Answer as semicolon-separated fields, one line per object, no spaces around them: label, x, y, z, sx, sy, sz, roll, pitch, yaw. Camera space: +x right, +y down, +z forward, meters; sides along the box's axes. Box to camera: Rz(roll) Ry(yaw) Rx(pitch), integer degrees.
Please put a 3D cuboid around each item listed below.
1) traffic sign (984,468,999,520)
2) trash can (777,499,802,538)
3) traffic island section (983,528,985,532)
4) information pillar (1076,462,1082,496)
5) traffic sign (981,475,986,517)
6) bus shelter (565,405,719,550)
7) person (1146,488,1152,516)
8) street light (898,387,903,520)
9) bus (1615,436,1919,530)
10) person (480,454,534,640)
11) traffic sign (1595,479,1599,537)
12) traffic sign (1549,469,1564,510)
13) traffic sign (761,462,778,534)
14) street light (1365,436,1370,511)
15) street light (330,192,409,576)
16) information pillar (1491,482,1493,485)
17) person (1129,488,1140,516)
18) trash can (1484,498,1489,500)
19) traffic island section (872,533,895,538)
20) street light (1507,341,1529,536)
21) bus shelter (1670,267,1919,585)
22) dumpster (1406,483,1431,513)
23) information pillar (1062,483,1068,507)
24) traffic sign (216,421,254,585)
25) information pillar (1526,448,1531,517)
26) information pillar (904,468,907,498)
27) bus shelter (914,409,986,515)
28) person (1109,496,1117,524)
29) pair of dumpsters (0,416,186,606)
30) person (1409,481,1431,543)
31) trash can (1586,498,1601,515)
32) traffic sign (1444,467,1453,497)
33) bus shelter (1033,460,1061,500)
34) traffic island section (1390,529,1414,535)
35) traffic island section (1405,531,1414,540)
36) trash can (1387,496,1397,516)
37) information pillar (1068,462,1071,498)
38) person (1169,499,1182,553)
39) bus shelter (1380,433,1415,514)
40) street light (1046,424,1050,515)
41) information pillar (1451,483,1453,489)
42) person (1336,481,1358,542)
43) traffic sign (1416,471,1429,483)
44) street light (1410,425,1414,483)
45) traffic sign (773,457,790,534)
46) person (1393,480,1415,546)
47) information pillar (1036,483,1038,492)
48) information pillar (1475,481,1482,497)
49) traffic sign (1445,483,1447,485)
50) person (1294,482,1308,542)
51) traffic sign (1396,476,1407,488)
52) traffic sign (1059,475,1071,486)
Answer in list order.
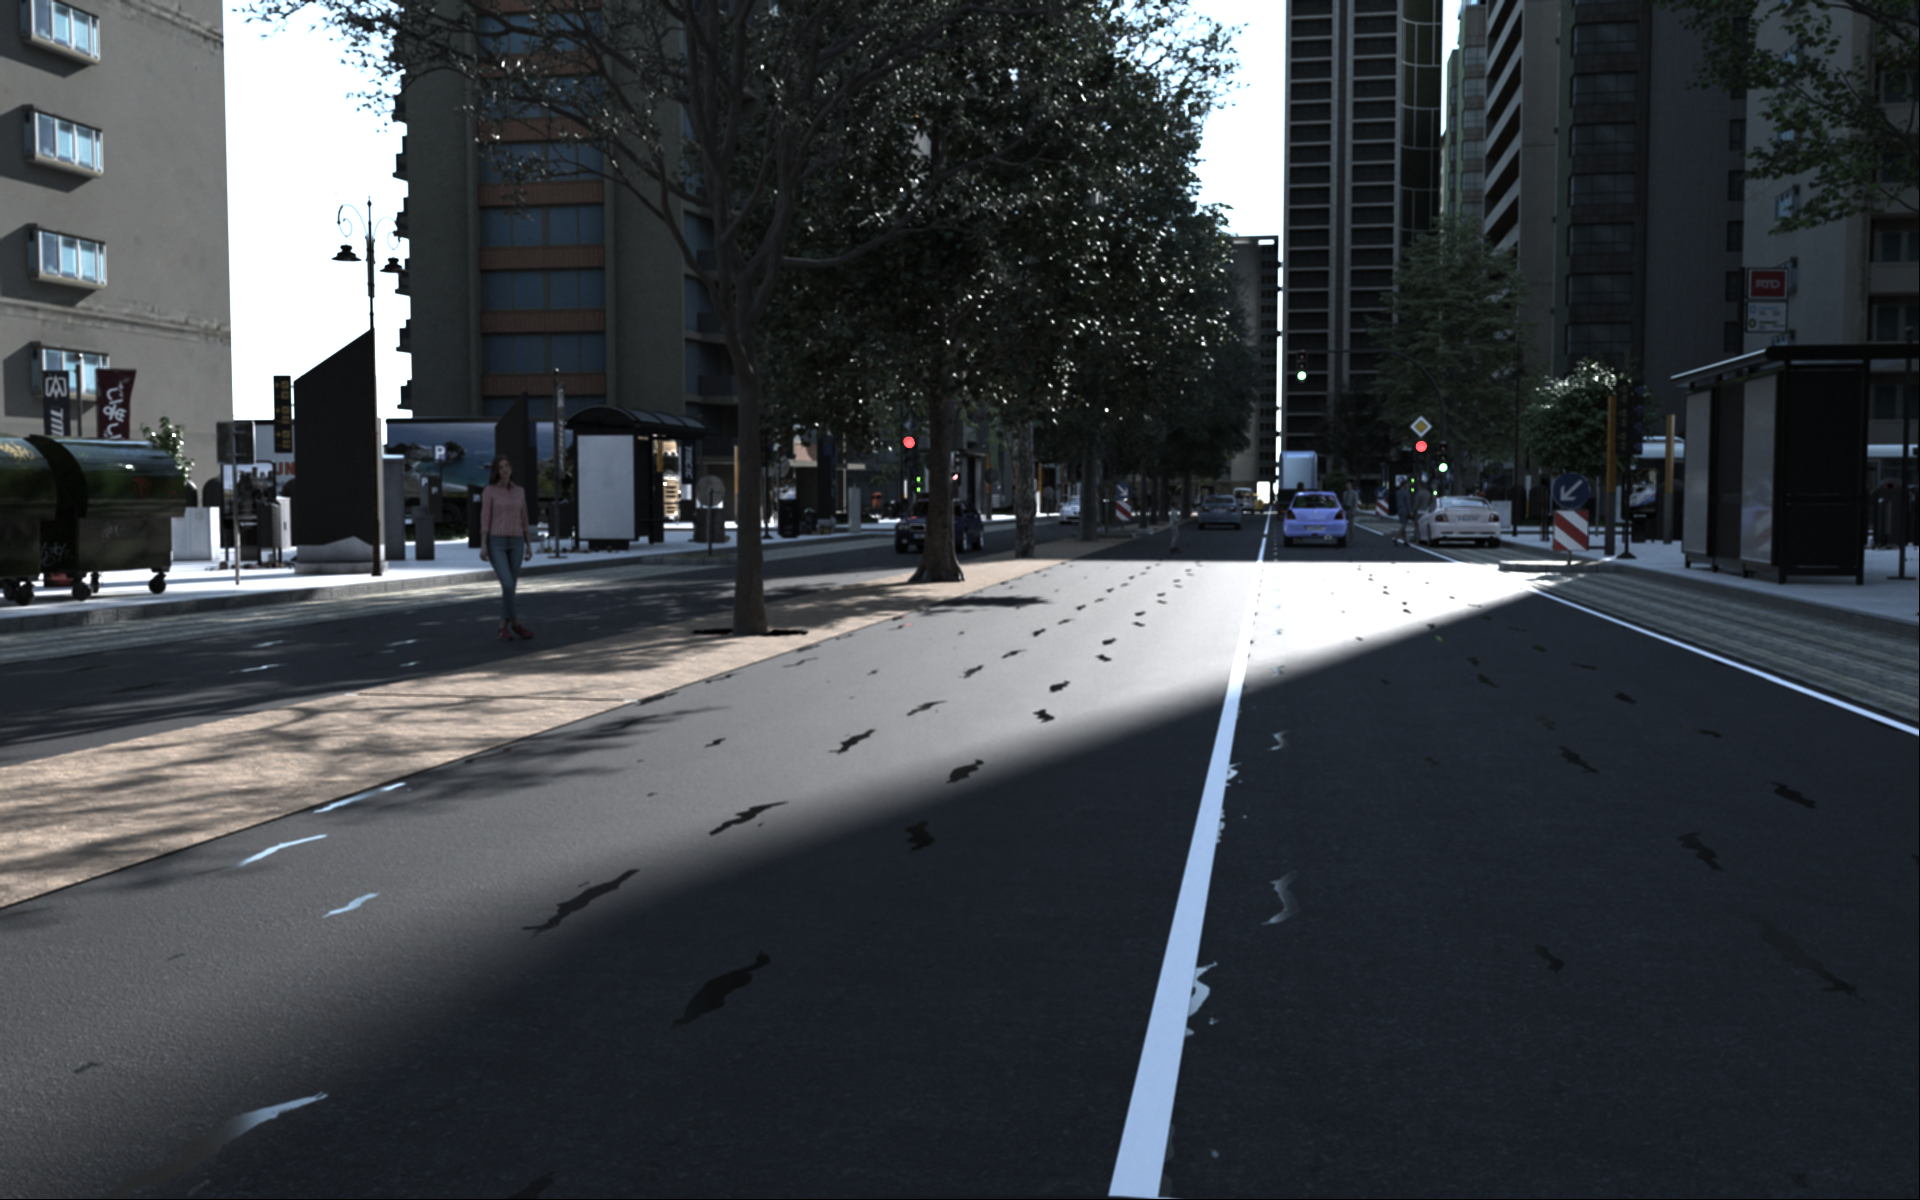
traffic sign;1.540;-5.229;85.597;0.768;2.556;0.104;1;4;15
trash can;-4.989;-2.386;50.660;0.748;1.137;0.748;0;3;0
traffic island section;-0.214;-2.624;65.179;2.009;0.180;2.903;1;4;10
information pillar;8.589;-8.144;124.510;0.504;3.616;0.183;3;4;37
traffic sign;1.417;-5.697;95.269;0.606;2.300;0.079;1;4;11
bus shelter;-7.662;-2.937;41.944;2.014;3.302;5.546;1;4;10
person;12.379;-6.394;112.814;0.659;1.850;0.755;0;4;-6
street light;-2.210;-5.680;65.652;0.468;5.910;1.993;1;4;10
bus;28.010;-3.690;55.186;13.247;3.499;2.948;1;4;11
person;-4.482;-0.522;17.042;0.388;1.821;0.555;3;5;39
traffic sign;19.194;-3.182;52.133;0.768;2.556;0.104;1;4;18
traffic sign;16.836;-2.959;48.375;0.884;2.594;0.081;1;4;11
traffic sign;-5.912;-3.219;52.736;0.768;2.556;0.104;1;4;17
street light;31.614;-9.882;134.359;0.468;5.910;1.993;1;4;10
street light;-9.123;-3.311;26.925;0.468;5.910;1.993;1;4;10
information pillar;31.331;-5.999;102.568;0.304;2.012;0.304;3;4;37
person;11.123;-6.247;110.597;0.822;1.834;0.622;1;4;13
trash can;19.693;-3.309;65.752;0.748;1.137;0.748;0;3;0
traffic island section;-1.636;-2.143;57.321;2.009;0.180;2.903;1;4;10
street light;16.825;-4.866;52.349;0.468;5.910;1.993;1;4;10
bus shelter;13.167;-3.110;28.487;2.179;5.291;8.768;1;4;10
dumpster;23.209;-5.007;87.628;1.264;1.857;1.865;1;4;10
information pillar;7.044;-6.835;116.243;0.304;2.012;0.304;-1;4;-21
traffic sign;-10.202;-1.362;24.399;0.606;2.300;0.079;1;4;15
information pillar;25.082;-5.203;76.431;0.183;3.616;0.504;0;4;1
information pillar;-3.261;-6.845;103.272;0.183;3.616;0.504;0;4;7
bus shelter;-0.573;-6.304;80.705;2.179;5.291;8.768;1;4;10
person;7.324;-4.558;83.202;0.511;1.800;0.466;3;5;42
pair of dumpsters;-11.085;-1.089;20.307;1.574;2.255;4.437;1;4;10
person;13.526;-2.578;50.759;0.694;1.812;0.767;-2;4;-33
trash can;25.770;-3.608;70.649;0.748;1.137;0.748;0;3;0
traffic sign;23.435;-5.061;82.860;0.768;2.556;0.104;1;4;13
bus shelter;5.754;-7.861;119.813;1.731;3.624;6.357;1;4;10
traffic island section;16.506;-2.439;62.159;2.009;0.180;2.903;1;4;10
traffic island section;15.084;-1.958;54.301;2.009;0.180;2.903;1;4;10
trash can;25.455;-5.528;102.039;0.748;1.137;0.748;0;3;0
information pillar;7.890;-8.176;125.027;0.183;3.616;0.504;1;4;18
person;5.240;-1.791;42.056;0.394;1.301;0.425;-1;4;-17
bus shelter;28.357;-8.220;112.028;2.179;5.291;8.768;1;4;10
street light;5.471;-8.268;107.963;0.468;5.910;1.993;1;4;10
information pillar;26.421;-5.385;92.537;0.304;2.012;0.304;-3;4;-36
person;11.588;-2.634;51.658;0.391;1.810;0.635;-3;5;-44
traffic sign;25.495;-5.847;95.709;0.768;2.556;0.104;1;4;14
street light;23.836;-7.244;91.233;0.468;5.910;1.993;1;4;10
traffic sign;-5.775;-3.358;55.015;0.768;2.556;0.104;1;4;15
person;12.159;-2.392;47.640;0.654;1.822;0.581;-1;4;-13
information pillar;4.908;-6.694;113.945;0.304;2.012;0.304;-3;4;-39
information pillar;29.710;-5.791;99.168;0.304;2.012;0.304;-2;4;-28
traffic sign;27.428;-6.013;98.421;0.768;2.556;0.104;1;4;11
person;10.232;-2.654;52.143;0.529;1.795;0.600;-3;4;-37
traffic sign;23.884;-5.606;93.782;0.606;2.300;0.079;1;4;14
traffic sign;7.227;-7.318;119.647;0.884;2.594;0.081;1;4;17
